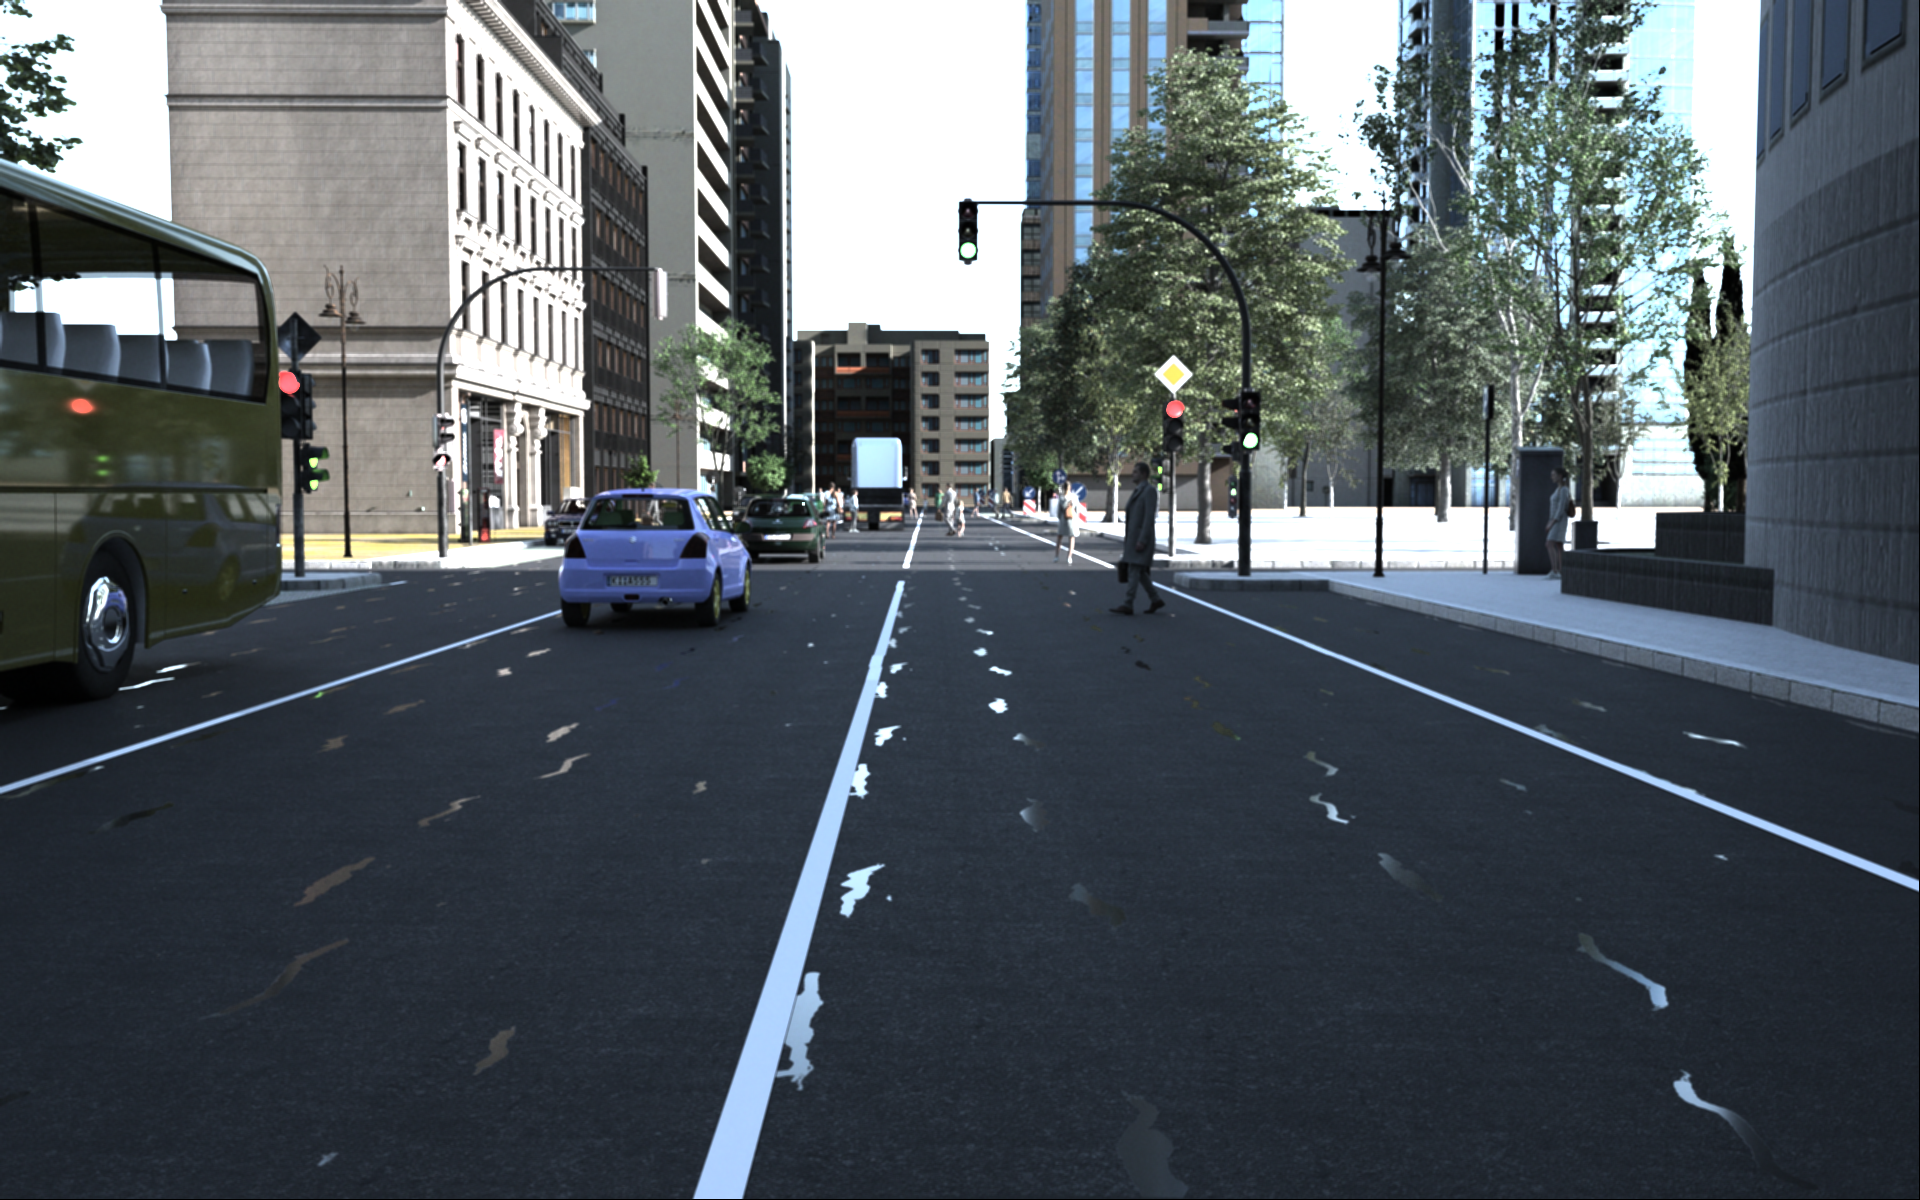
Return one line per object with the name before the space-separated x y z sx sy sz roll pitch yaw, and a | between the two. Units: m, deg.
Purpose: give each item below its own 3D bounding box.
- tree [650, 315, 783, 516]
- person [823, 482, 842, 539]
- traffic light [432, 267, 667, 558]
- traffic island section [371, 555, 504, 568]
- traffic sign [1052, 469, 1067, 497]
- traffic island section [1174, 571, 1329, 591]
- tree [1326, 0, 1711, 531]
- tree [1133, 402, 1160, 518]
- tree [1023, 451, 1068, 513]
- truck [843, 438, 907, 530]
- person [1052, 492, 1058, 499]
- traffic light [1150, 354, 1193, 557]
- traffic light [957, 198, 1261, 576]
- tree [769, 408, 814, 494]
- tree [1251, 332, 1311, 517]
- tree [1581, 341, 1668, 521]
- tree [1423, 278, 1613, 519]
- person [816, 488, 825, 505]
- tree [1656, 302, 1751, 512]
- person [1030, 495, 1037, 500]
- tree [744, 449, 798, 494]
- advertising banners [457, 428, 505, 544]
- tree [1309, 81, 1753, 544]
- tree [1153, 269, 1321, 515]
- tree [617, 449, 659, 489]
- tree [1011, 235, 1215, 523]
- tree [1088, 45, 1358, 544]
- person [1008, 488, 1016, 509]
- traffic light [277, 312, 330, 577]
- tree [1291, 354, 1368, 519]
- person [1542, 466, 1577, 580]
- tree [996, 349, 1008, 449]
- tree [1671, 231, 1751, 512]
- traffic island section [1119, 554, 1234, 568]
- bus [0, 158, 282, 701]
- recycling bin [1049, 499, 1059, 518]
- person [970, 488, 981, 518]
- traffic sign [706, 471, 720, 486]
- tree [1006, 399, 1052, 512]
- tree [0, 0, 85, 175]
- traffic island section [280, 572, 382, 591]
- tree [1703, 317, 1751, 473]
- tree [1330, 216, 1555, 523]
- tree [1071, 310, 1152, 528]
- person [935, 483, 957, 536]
tree | -14.261 -10.788 102.139 9.928 11.665 9.643 0 3 0
person | -4.100 -2.878 55.658 0.616 1.811 0.778 1 4 10
traffic light | -8.287 -3.679 34.819 4.771 5.953 1.251 0 4 -1
traffic island section | -10.418 -0.771 34.880 2.009 0.180 2.903 0 4 -1
traffic sign | 5.116 -5.436 88.990 0.768 2.556 0.104 1 4 8
traffic island section | 4.469 -0.299 27.163 2.009 0.180 2.903 0 4 -1
tree | 18.602 -12.375 58.222 12.611 20.169 13.585 0 3 0
tree | 10.205 -8.625 91.381 4.360 8.622 3.978 0 3 0
tree | 5.742 -8.032 115.031 4.285 4.588 4.351 0 3 0
truck | -3.772 -5.361 77.413 2.967 4.110 18.799 0 4 -2
person | 6.778 -6.958 123.041 0.421 1.427 0.697 2 4 25
traffic light | 4.281 -2.820 35.032 0.839 4.253 0.868 0 4 -1
traffic light | 2.339 -3.193 26.869 4.771 5.953 1.251 0 4 -1
tree | -14.575 -12.130 148.694 4.360 8.622 3.978 0 3 0
tree | 19.403 -10.468 96.901 9.928 11.665 9.643 0 3 0
tree | 31.235 -8.046 81.916 4.360 8.622 3.978 0 3 0
tree | 29.085 -10.606 90.424 9.611 12.733 9.660 0 3 0
person | -8.738 -6.067 107.794 0.635 1.810 0.391 -1 4 -10
tree | 28.723 -7.057 65.738 4.737 8.622 4.395 0 3 0
person | 5.359 -7.522 129.708 0.721 1.739 1.217 -3 5 -41
tree | -14.141 -8.730 126.456 4.285 4.588 4.351 0 3 0
advertising banners | -12.584 -3.026 45.655 0.090 3.025 2.074 1 4 20
tree | 16.119 -7.275 44.697 9.928 11.665 9.643 0 3 0
tree | 8.740 -6.319 53.671 4.737 8.622 4.395 0 3 0
tree | -13.653 -4.892 74.578 1.663 3.219 1.824 0 3 0
tree | 6.841 -9.753 76.467 9.611 12.733 9.660 0 3 0
tree | 6.569 -7.731 44.534 7.486 12.596 7.792 0 3 0
person | 4.331 -8.810 150.071 0.705 1.826 1.348 3 4 39
traffic light | -10.229 -2.314 26.762 0.839 4.253 0.868 0 4 -1
tree | 18.693 -8.357 86.995 4.360 8.622 3.978 0 3 0
person | 9.034 -1.167 26.131 0.522 1.701 0.512 0 4 8
tree | 5.645 -11.063 99.009 7.486 12.596 7.792 0 3 0
tree | 43.673 -11.647 92.255 13.155 14.587 18.604 0 4 -7
traffic island section | 4.321 -0.787 35.147 2.009 0.180 2.903 0 4 -1
bus | -7.057 -1.078 9.167 2.896 3.916 12.252 0 4 -2
recycling bin | 5.275 -5.024 94.692 0.722 1.027 0.722 0 4 -6
person | 0.936 -5.857 104.288 0.654 1.822 0.581 0 4 -1
traffic sign | -13.460 -5.759 94.261 0.768 2.556 0.104 0 4 3
tree | 5.470 -10.485 121.784 4.360 8.622 3.978 0 3 0
tree | -13.214 -6.076 17.476 7.486 12.596 7.792 0 3 0
traffic island section | -10.269 -0.282 26.896 2.009 0.180 2.903 0 4 -1
tree | 32.690 -7.404 71.411 4.360 8.622 3.978 0 3 0
tree | 21.661 -10.447 77.458 9.857 13.997 8.962 0 3 0
tree | 6.096 -7.044 65.526 4.737 8.622 4.395 0 3 0
person | -0.401 -3.143 60.007 0.853 1.813 0.709 2 4 35
